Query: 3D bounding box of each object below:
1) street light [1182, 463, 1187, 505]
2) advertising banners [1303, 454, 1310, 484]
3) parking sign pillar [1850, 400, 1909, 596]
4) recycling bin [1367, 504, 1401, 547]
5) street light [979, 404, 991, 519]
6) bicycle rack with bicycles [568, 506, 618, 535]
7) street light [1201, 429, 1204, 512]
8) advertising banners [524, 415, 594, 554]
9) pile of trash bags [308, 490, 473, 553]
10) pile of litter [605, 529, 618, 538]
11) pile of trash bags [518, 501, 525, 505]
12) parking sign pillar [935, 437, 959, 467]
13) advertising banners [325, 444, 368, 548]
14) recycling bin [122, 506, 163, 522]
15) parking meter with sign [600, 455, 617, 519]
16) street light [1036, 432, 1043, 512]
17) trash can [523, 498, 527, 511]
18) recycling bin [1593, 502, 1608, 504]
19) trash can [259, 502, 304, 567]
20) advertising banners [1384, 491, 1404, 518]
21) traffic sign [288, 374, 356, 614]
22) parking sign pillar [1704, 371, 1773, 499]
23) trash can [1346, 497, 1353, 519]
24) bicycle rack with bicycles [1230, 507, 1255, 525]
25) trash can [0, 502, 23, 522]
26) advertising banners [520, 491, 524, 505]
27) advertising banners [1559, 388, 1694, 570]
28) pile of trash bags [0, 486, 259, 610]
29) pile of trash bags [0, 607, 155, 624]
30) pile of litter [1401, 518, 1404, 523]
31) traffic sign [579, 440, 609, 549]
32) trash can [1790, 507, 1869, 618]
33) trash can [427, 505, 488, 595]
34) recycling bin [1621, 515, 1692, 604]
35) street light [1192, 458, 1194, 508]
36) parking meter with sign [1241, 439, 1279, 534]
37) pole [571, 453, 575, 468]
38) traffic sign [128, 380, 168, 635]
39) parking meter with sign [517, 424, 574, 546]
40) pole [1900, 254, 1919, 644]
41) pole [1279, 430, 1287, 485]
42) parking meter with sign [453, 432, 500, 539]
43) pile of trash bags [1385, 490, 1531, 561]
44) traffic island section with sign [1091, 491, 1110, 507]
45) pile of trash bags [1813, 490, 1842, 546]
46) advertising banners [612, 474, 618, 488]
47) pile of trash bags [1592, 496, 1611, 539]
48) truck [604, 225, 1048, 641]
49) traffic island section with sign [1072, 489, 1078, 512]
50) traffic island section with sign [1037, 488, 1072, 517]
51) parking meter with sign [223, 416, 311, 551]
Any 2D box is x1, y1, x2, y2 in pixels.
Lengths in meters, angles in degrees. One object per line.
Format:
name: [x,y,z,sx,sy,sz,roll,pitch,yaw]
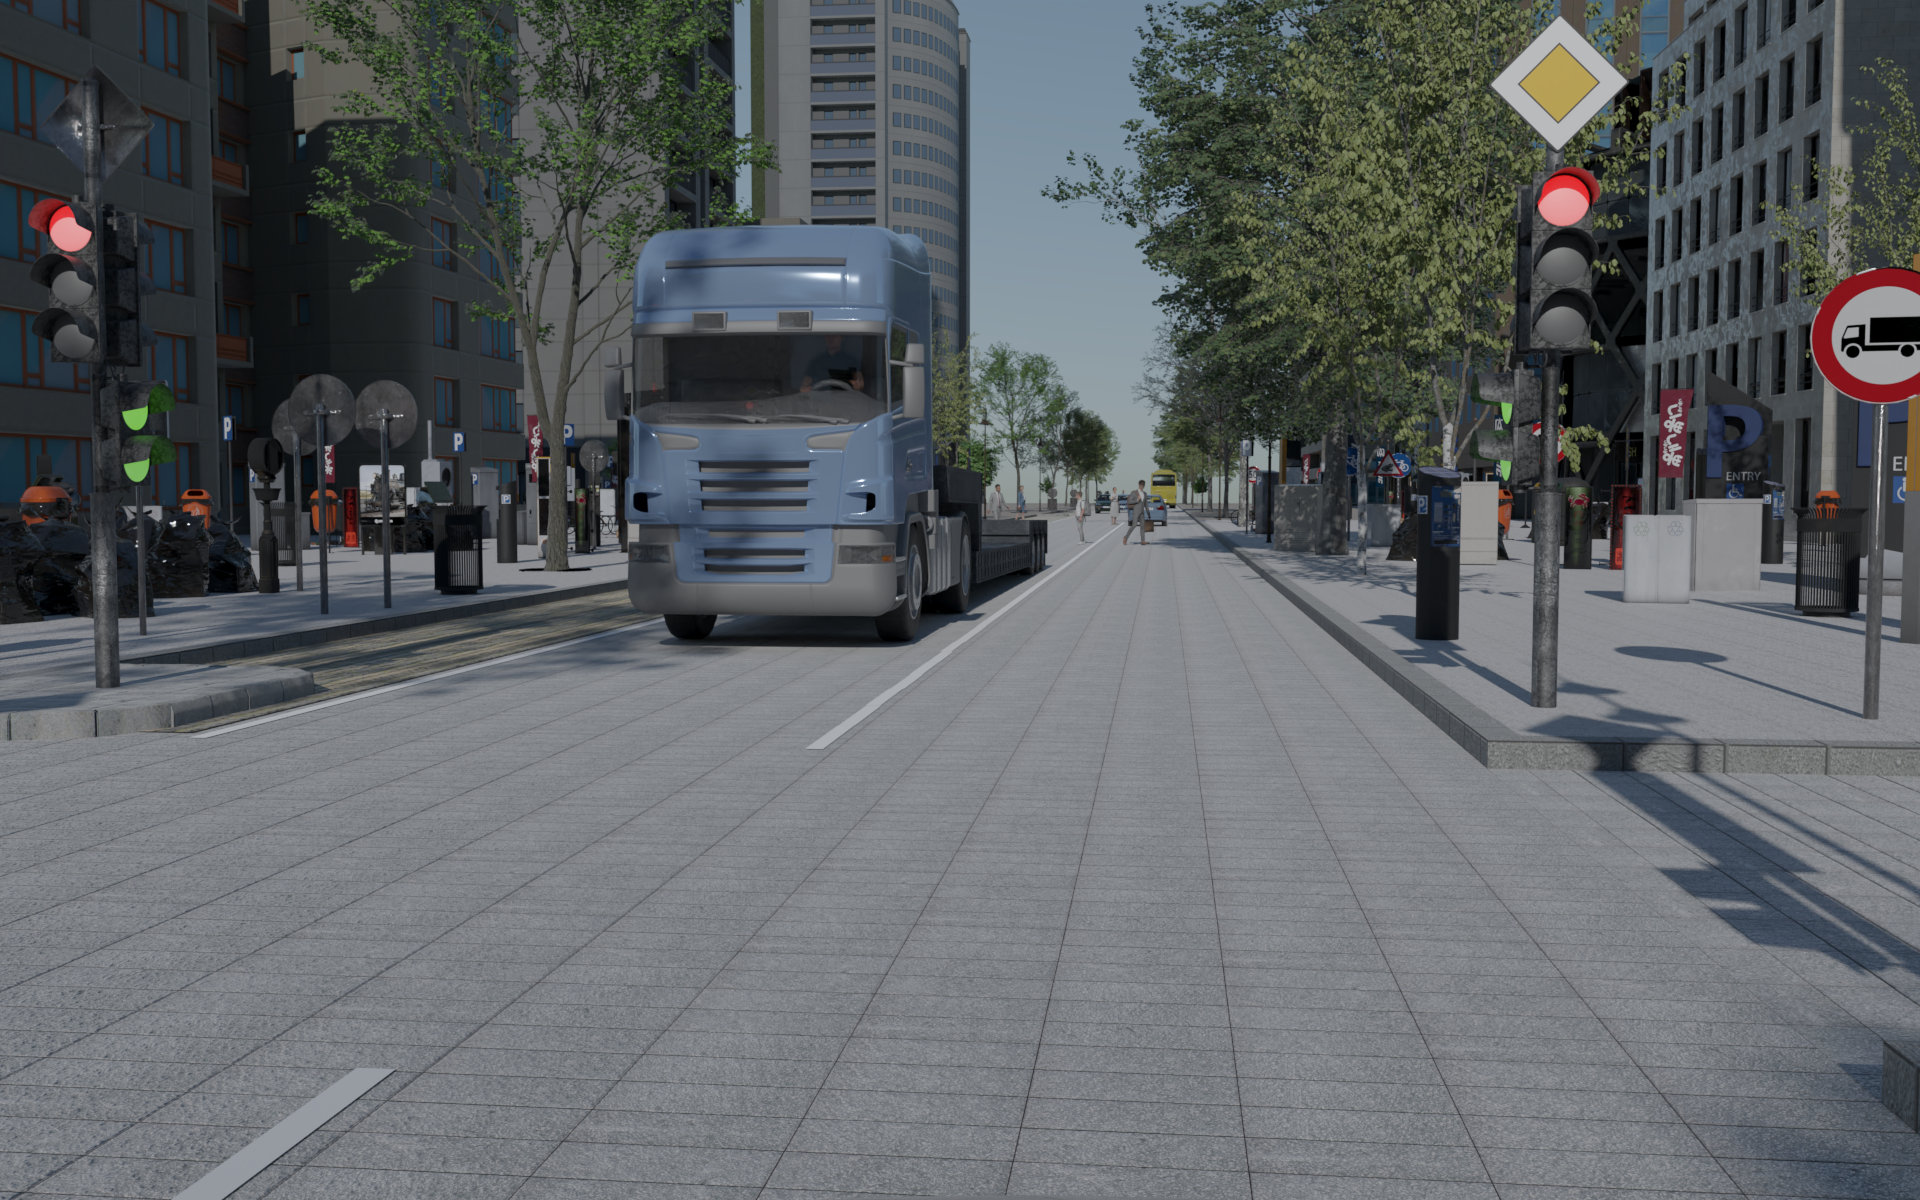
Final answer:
street light: [31.216,-16.502,242.591,0.468,5.910,1.993,0,4,7]
advertising banners: [14.835,-4.912,76.492,0.090,3.025,2.074,-2,4,-24]
parking sign pillar: [12.176,-2.062,22.190,1.447,3.967,1.447,2,4,32]
recycling bin: [10.357,-1.831,42.484,0.722,1.027,0.722,0,4,-3]
street light: [1.276,-7.041,87.906,0.468,5.910,1.993,0,4,7]
bicycle rack with bicycles: [-11.663,-2.490,54.102,2.925,0.926,2.852,3,5,41]
street light: [17.063,-9.105,121.659,0.468,5.910,1.993,0,4,7]
advertising banners: [-8.733,-2.542,37.748,2.074,3.025,0.090,3,4,37]
pile of trash bags: [-12.732,-1.764,38.591,3.447,1.369,1.912,-3,5,-39]
pile of litter: [-9.615,-2.258,50.876,1.719,0.858,1.176,-1,4,-15]
pile of trash bags: [-18.421,-3.780,71.551,1.912,1.369,3.447,1,4,14]
parking sign pillar: [-0.641,-5.661,81.033,1.447,3.967,1.447,3,5,43]
advertising banners: [-14.537,-2.762,41.354,2.074,3.025,0.090,2,4,27]
recycling bin: [-17.299,-1.469,36.574,0.722,1.027,0.722,-3,4,-38]
parking meter with sign: [-16.066,-5.029,78.493,0.543,3.016,1.738,-2,4,-30]
street light: [5.868,-9.423,126.848,0.468,5.910,1.993,0,4,7]
trash can: [-15.660,-3.174,63.556,0.748,1.137,0.748,0,3,0]
recycling bin: [19.541,-2.508,53.559,0.722,1.027,0.722,0,4,-5]
trash can: [-12.045,-1.170,30.784,0.748,1.137,0.748,0,3,0]
advertising banners: [21.257,-5.282,82.542,2.074,3.025,0.090,1,4,23]
traffic sign: [-6.797,-1.122,18.449,0.768,2.556,0.104,0,4,7]
parking sign pillar: [16.904,-3.008,37.659,1.447,3.967,1.447,2,4,34]
trash can: [18.802,-4.450,84.409,0.748,1.137,0.748,0,3,0]
bicycle rack with bicycles: [12.556,-3.572,71.778,2.925,0.926,2.852,2,4,31]
trash can: [-16.542,-1.146,30.392,0.748,1.137,0.748,0,3,0]
advertising banners: [-21.977,-5.437,85.084,2.074,3.025,0.090,0,4,-8]
advertising banners: [11.168,-2.013,29.094,2.074,3.025,0.090,2,4,26]
pile of trash bags: [-10.326,-0.716,21.464,1.912,1.369,3.447,1,4,9]
pile of trash bags: [-10.143,-0.473,17.481,1.912,1.369,3.447,3,5,45]
pile of litter: [18.062,-3.559,72.147,1.719,0.858,1.176,0,4,-3]
traffic sign: [-8.566,-2.471,40.512,0.768,2.556,0.104,1,4,16]
trash can: [9.099,-0.398,18.157,0.748,1.137,0.748,0,3,0]
trash can: [-6.431,-0.645,22.204,0.748,1.137,0.748,0,3,0]
recycling bin: [8.286,-0.494,20.629,0.722,1.027,0.722,1,4,19]
street light: [21.612,-11.487,160.606,0.468,5.910,1.993,0,4,7]
parking meter with sign: [9.855,-3.614,55.355,1.738,3.016,0.543,-2,4,-27]
pole: [-19.234,-5.647,86.172,0.158,3.312,0.155,0,3,0]
traffic sign: [-7.408,-0.827,15.649,0.606,2.300,0.079,1,4,16]
parking meter with sign: [-10.460,-2.877,43.292,1.738,3.016,0.543,2,4,31]
pole: [8.203,-1.281,14.789,0.158,3.312,0.155,0,3,0]
pole: [9.270,-3.420,49.765,0.158,3.312,0.155,0,3,0]
parking meter with sign: [-13.576,-3.261,49.574,0.543,3.016,1.738,3,5,41]
pile of trash bags: [9.937,-1.487,34.069,1.912,1.369,3.447,3,5,43]
traffic island section with sign: [15.533,-11.234,192.299,1.989,1.847,2.006,0,4,7]
pile of trash bags: [22.525,-1.970,41.962,3.447,1.369,1.912,3,5,40]
advertising banners: [-16.647,-5.127,80.012,2.074,3.025,0.090,-2,4,-24]
pile of trash bags: [17.698,-2.397,48.944,1.912,1.369,3.447,-1,4,-22]
truck: [-0.724,-2.088,23.892,2.967,4.110,18.799,0,4,7]
traffic island section with sign: [9.127,-7.893,137.682,1.989,1.847,2.006,0,4,7]
traffic island section with sign: [5.965,-6.249,110.791,1.989,1.847,2.006,0,4,7]
parking meter with sign: [-15.681,-2.630,39.255,1.738,3.016,0.543,-3,5,-42]
